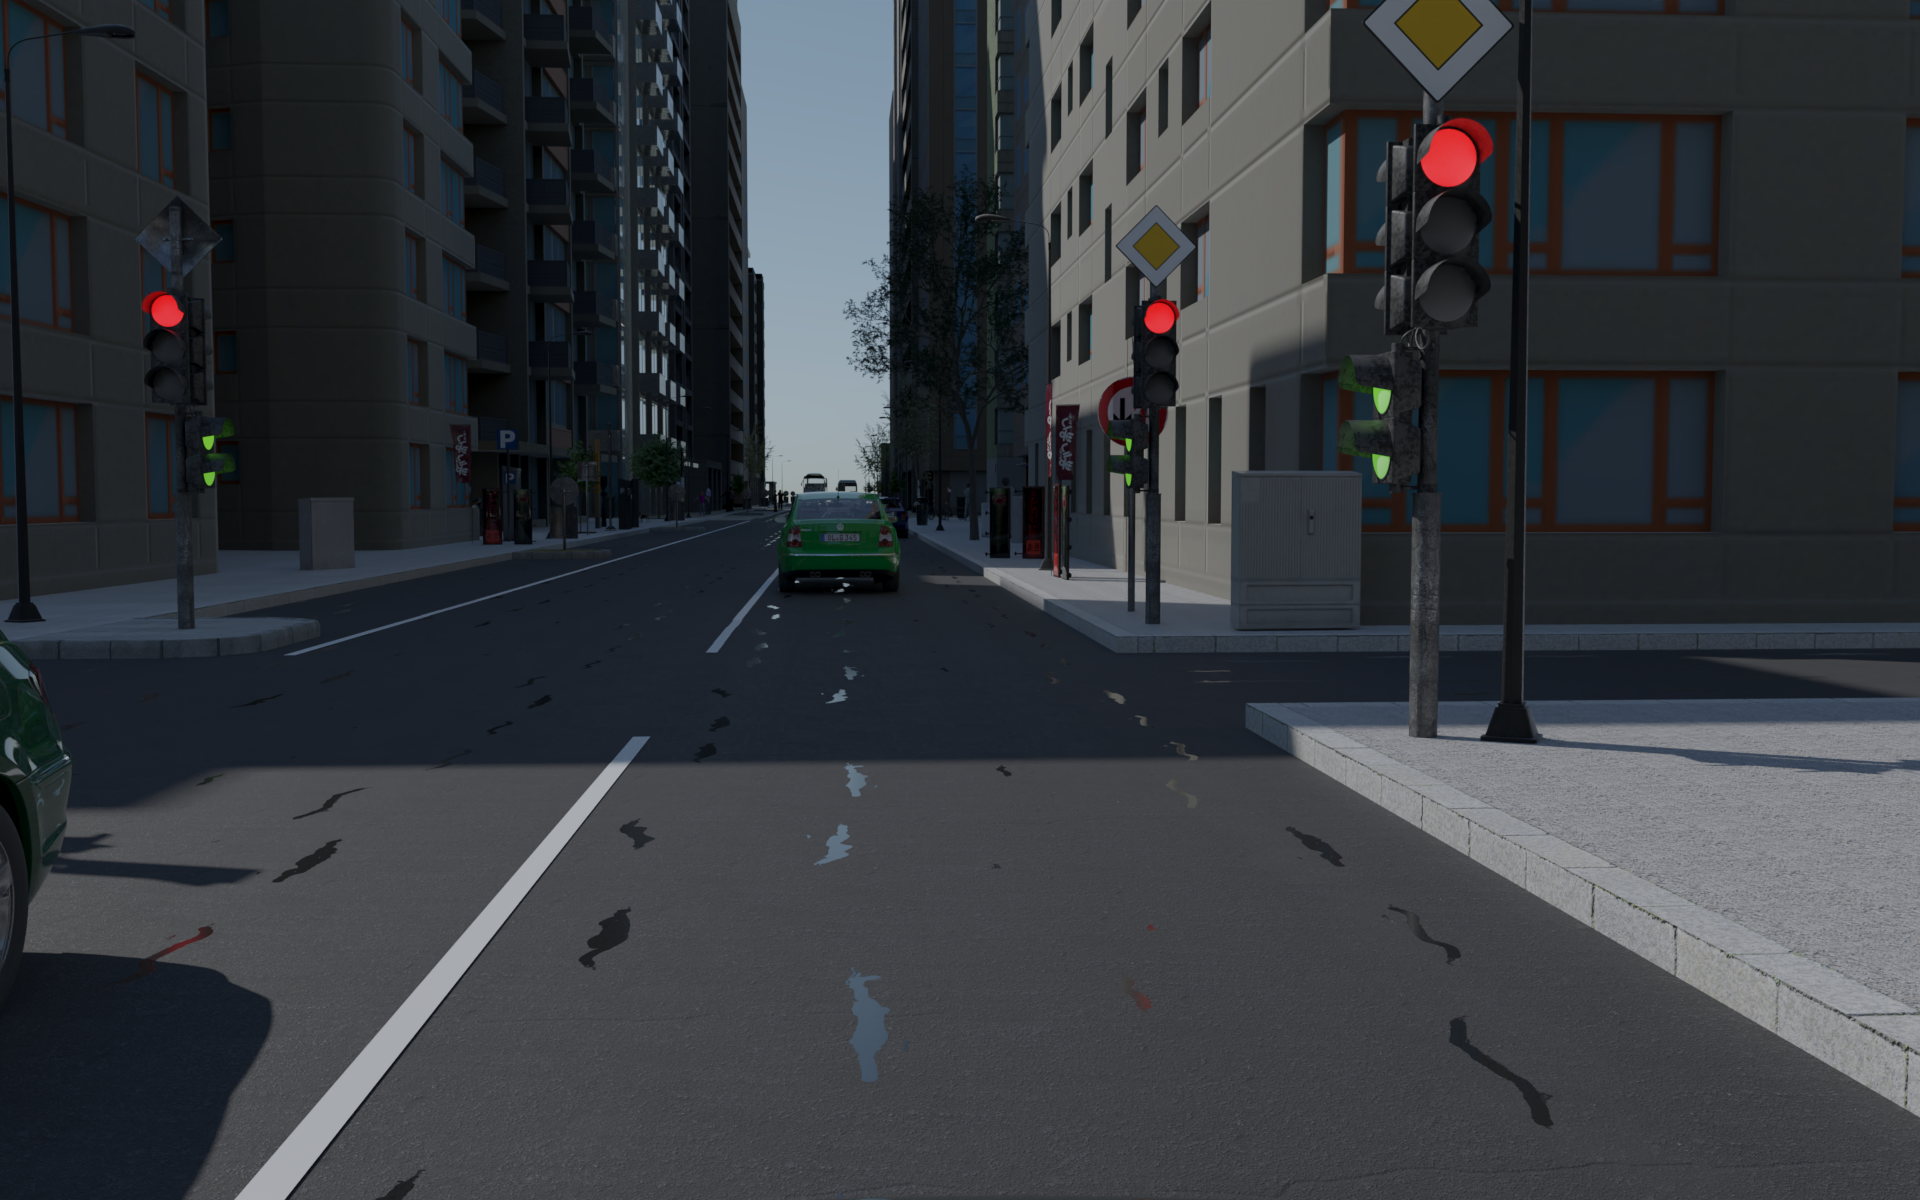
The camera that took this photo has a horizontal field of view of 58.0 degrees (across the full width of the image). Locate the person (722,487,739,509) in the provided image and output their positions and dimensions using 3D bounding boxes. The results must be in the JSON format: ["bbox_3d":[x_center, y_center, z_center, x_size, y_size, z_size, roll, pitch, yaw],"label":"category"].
[{"bbox_3d":[-17.958,-7.927,135.584,1.348,1.831,0.705,0,4,-6],"label":"person"}]

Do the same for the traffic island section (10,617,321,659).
[{"bbox_3d":[-7.391,0.353,16.509,2.009,0.180,2.903,0,4,-4],"label":"traffic island section"}]

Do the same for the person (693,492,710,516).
[{"bbox_3d":[-15.190,-5.666,101.905,0.991,1.433,0.599,0,4,-1],"label":"person"}]

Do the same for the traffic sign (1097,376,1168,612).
[{"bbox_3d":[1.873,-1.147,18.856,0.768,2.556,0.104,0,4,1],"label":"traffic sign"}]

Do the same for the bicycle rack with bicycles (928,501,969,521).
[{"bbox_3d":[-0.863,-4.394,85.219,2.852,0.926,2.925,3,5,43],"label":"bicycle rack with bicycles"}]

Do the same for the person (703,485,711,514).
[{"bbox_3d":[-15.929,-6.276,108.532,0.599,1.838,0.709,1,4,11],"label":"person"}]

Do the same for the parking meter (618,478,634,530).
[{"bbox_3d":[-12.104,-3.473,62.500,0.399,1.863,0.255,1,4,20],"label":"parking meter"}]

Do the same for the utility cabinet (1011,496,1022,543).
[{"bbox_3d":[1.641,-2.109,45.649,0.306,1.237,1.020,1,4,19],"label":"utility cabinet"}]

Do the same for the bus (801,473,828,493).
[{"bbox_3d":[-17.118,-13.065,205.164,2.896,3.916,12.252,0,4,-3],"label":"bus"}]

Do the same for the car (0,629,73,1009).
[{"bbox_3d":[-3.392,0.530,3.133,2.131,1.459,4.920,0,4,-4],"label":"car"}]

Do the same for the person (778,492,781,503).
[{"bbox_3d":[-24.809,-14.187,237.867,0.709,1.838,0.599,0,4,-2],"label":"person"}]

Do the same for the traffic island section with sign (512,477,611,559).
[{"bbox_3d":[-8.940,-1.862,39.069,1.989,1.847,2.006,0,4,-4],"label":"traffic island section with sign"}]

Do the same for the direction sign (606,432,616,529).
[{"bbox_3d":[-12.773,-4.359,63.274,0.379,3.537,0.876,0,4,-6],"label":"direction sign"}]

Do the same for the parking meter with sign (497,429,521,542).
[{"bbox_3d":[-12.243,-3.127,47.392,0.543,3.016,1.738,0,4,-7],"label":"parking meter with sign"}]

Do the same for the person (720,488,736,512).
[{"bbox_3d":[-16.970,-7.344,126.634,1.217,1.766,0.721,-1,4,-8],"label":"person"}]

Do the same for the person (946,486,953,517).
[{"bbox_3d":[-0.657,-5.517,97.044,0.445,1.727,0.742,-1,4,-16],"label":"person"}]

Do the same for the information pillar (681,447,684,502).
[{"bbox_3d":[-13.855,-5.817,86.470,0.183,3.616,0.504,0,4,0],"label":"information pillar"}]

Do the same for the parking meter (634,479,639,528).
[{"bbox_3d":[-12.470,-3.707,66.322,0.255,1.863,0.399,-2,4,-28],"label":"parking meter"}]

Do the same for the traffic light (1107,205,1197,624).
[{"bbox_3d":[1.889,-1.719,17.023,0.839,4.253,0.868,0,4,-4],"label":"traffic light"}]

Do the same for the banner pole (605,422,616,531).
[{"bbox_3d":[-12.184,-4.296,60.258,0.401,3.779,0.863,-1,4,-12],"label":"banner pole"}]

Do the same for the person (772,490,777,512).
[{"bbox_3d":[-14.669,-7.800,136.834,0.445,1.727,0.742,-1,4,-21],"label":"person"}]

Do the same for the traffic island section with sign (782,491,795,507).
[{"bbox_3d":[-19.820,-11.593,198.173,1.989,1.847,2.006,0,4,-4],"label":"traffic island section with sign"}]

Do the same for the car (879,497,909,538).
[{"bbox_3d":[-2.664,-2.757,57.660,1.945,1.354,3.894,0,4,-6],"label":"car"}]

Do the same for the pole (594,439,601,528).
[{"bbox_3d":[-13.506,-4.322,64.510,0.158,3.312,0.155,0,3,0],"label":"pole"}]

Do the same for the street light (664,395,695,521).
[{"bbox_3d":[-13.203,-6.644,81.169,1.470,5.913,1.316,0,4,-4],"label":"street light"}]

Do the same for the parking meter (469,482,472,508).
[{"bbox_3d":[-14.361,-2.728,50.313,0.255,1.863,0.399,0,4,1],"label":"parking meter"}]

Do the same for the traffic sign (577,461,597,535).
[{"bbox_3d":[-11.612,-3.170,53.952,0.606,2.300,0.079,0,4,2],"label":"traffic sign"}]

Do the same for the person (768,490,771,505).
[{"bbox_3d":[-22.092,-11.896,201.224,0.721,1.739,1.217,0,4,0],"label":"person"}]

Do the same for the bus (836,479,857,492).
[{"bbox_3d":[-15.077,-14.434,230.857,2.948,3.499,13.247,0,4,-4],"label":"bus"}]

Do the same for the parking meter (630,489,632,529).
[{"bbox_3d":[-12.243,-3.377,63.629,0.372,1.533,0.369,0,3,0],"label":"parking meter"}]

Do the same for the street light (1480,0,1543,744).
[{"bbox_3d":[2.347,-2.221,8.854,1.470,5.913,1.316,0,4,-4],"label":"street light"}]

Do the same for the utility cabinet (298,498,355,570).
[{"bbox_3d":[-10.823,-1.127,29.592,0.306,1.237,1.020,2,4,23],"label":"utility cabinet"}]

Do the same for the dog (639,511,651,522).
[{"bbox_3d":[-14.297,-3.767,78.422,0.540,0.507,0.406,-1,4,-22],"label":"dog"}]

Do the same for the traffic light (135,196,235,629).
[{"bbox_3d":[-7.350,-1.679,16.378,0.839,4.253,0.868,0,4,-4],"label":"traffic light"}]

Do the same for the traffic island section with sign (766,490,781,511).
[{"bbox_3d":[-16.061,-8.232,143.221,1.989,1.847,2.006,0,4,-4],"label":"traffic island section with sign"}]

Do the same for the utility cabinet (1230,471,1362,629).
[{"bbox_3d":[3.169,-0.468,16.329,1.173,1.500,0.318,0,4,-7],"label":"utility cabinet"}]

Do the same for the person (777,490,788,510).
[{"bbox_3d":[-15.929,-8.884,153.711,1.348,1.831,0.705,-1,4,-22],"label":"person"}]

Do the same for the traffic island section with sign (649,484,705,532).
[{"bbox_3d":[-10.800,-3.525,66.254,1.989,1.847,2.006,0,4,-4],"label":"traffic island section with sign"}]

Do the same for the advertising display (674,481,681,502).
[{"bbox_3d":[-13.844,-4.873,84.894,0.123,1.923,0.974,0,4,4],"label":"advertising display"}]

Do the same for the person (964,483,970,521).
[{"bbox_3d":[0.449,-4.717,83.340,0.511,1.800,0.466,1,4,11],"label":"person"}]

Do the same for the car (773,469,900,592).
[{"bbox_3d":[-1.906,-1.097,26.740,1.959,1.807,4.718,0,4,-5],"label":"car"}]

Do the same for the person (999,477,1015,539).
[{"bbox_3d":[1.364,-2.663,49.941,0.716,1.782,0.532,-2,4,-32],"label":"person"}]

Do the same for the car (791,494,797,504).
[{"bbox_3d":[-22.081,-13.863,235.452,1.959,1.807,4.718,0,4,-5],"label":"car"}]

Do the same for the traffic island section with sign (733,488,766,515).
[{"bbox_3d":[-14.222,-6.587,116.328,1.989,1.847,2.006,0,4,-4],"label":"traffic island section with sign"}]

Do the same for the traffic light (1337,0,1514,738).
[{"bbox_3d":[2.433,-1.231,9.056,0.839,4.253,0.868,0,4,-4],"label":"traffic light"}]

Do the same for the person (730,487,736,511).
[{"bbox_3d":[-17.041,-7.555,129.559,0.705,1.826,1.348,-2,4,-26],"label":"person"}]

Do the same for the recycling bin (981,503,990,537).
[{"bbox_3d":[1.115,-2.384,51.539,0.722,1.027,0.722,2,4,35],"label":"recycling bin"}]
